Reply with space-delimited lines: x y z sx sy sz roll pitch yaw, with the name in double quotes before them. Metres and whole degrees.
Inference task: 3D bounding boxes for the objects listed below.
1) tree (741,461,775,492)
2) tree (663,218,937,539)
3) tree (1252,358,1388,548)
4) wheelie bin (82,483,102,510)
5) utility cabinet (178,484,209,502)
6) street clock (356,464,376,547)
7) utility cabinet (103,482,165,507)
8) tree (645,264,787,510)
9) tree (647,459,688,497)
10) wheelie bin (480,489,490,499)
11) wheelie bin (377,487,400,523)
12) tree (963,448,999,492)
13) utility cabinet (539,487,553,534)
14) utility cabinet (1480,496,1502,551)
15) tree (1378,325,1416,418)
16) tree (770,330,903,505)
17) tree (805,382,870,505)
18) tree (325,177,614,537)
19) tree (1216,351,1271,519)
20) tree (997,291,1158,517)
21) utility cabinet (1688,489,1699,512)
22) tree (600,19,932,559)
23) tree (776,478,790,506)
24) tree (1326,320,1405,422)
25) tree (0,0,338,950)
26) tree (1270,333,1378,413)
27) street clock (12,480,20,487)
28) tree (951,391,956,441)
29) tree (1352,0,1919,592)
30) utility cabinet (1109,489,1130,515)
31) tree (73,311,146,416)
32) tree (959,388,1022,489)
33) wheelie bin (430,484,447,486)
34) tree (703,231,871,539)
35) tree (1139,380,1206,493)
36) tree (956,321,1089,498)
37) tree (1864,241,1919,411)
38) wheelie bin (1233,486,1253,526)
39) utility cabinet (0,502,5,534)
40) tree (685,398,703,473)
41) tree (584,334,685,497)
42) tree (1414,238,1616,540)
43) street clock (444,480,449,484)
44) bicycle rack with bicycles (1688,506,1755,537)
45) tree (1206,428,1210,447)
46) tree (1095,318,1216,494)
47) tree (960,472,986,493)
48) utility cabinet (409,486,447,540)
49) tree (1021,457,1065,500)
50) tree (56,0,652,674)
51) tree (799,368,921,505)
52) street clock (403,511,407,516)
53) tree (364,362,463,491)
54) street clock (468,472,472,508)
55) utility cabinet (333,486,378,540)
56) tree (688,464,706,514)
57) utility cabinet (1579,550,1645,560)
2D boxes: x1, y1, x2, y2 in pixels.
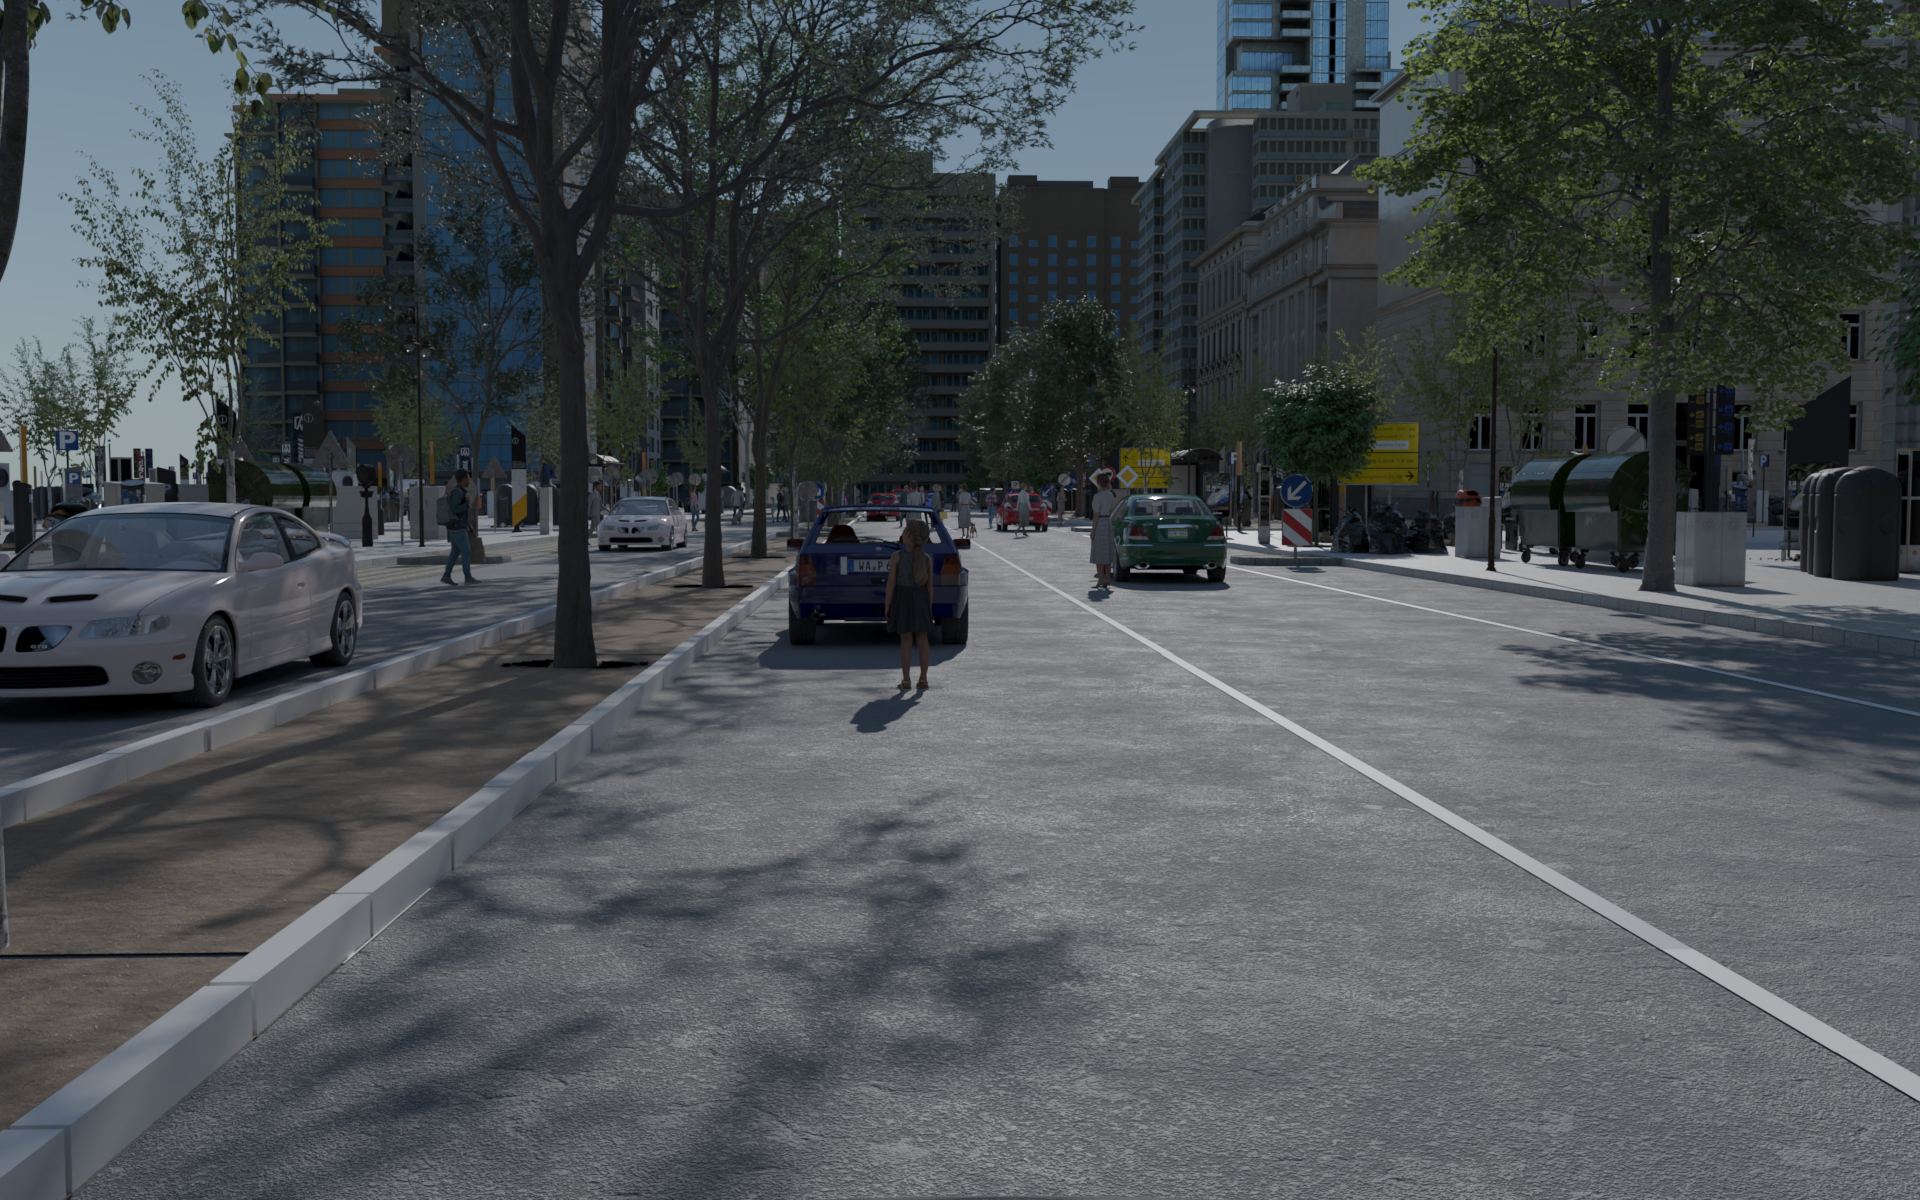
"tree" -18.245 -10.545 156.126 4.285 4.588 4.351 0 3 0
"tree" -5.066 -7.125 53.356 8.767 10.594 7.601 0 4 -2
"tree" 8.739 -3.566 42.022 4.285 4.588 4.351 0 3 0
"wheelie bin" -25.876 -2.644 51.131 0.980 1.594 0.693 -2 4 -26
"utility cabinet" -17.183 -1.818 38.411 0.318 1.500 1.173 3 5 43
"street clock" -14.414 -2.294 42.081 0.471 2.002 0.358 2 4 34
"utility cabinet" -14.869 -1.381 31.255 0.318 1.500 1.173 1 4 16
"tree" -18.509 -17.356 139.665 12.611 20.169 13.585 0 3 0
"tree" -16.002 -6.027 93.137 1.663 3.219 1.824 0 3 0
"wheelie bin" -31.184 -6.472 113.728 0.980 1.594 0.693 0 4 2
"wheelie bin" -25.892 -4.349 79.014 0.693 1.594 0.980 0 4 7
"tree" 2.656 -14.106 180.999 4.737 8.622 4.395 0 3 0
"utility cabinet" -13.198 -2.844 55.174 0.318 1.500 1.173 0 4 -8
"utility cabinet" 12.158 -1.742 39.643 0.306 1.237 1.020 0 4 8
"tree" 15.137 -6.247 52.506 4.737 8.622 4.395 0 3 0
"tree" -6.866 -10.813 97.378 7.486 12.596 7.792 0 3 0
"tree" -6.208 -8.483 91.508 4.360 8.622 3.978 0 3 0
"tree" -14.548 -7.149 51.299 8.767 10.594 7.601 -1 4 -11
"tree" 14.690 -8.441 88.376 4.737 8.622 4.395 0 3 0
"tree" 6.738 -11.092 98.355 9.611 12.733 9.660 0 3 0
"utility cabinet" 30.290 -3.852 71.656 0.318 1.500 1.173 1 4 13
"tree" -4.349 -6.714 37.981 9.928 11.665 9.643 0 3 0
"tree" -19.513 -12.090 192.273 1.663 3.219 1.824 0 3 0
"tree" 17.004 -7.573 74.174 4.360 8.622 3.978 0 3 0
"tree" -3.096 -3.216 5.402 4.360 8.622 3.978 0 3 0
"tree" 17.383 -7.901 79.539 4.737 8.622 4.395 0 3 0
"street clock" -48.386 -5.161 88.949 0.471 2.002 0.358 -3 5 -40
"tree" 4.098 -15.451 159.278 9.857 13.997 8.962 0 3 0
"tree" 9.195 -6.416 23.033 7.486 12.596 7.792 0 3 0
"utility cabinet" 7.296 -4.384 80.354 1.173 1.500 0.318 -1 4 -22
"tree" -34.701 -7.276 69.318 4.737 8.622 4.395 0 3 0
"tree" 3.775 -15.572 172.726 7.486 12.596 7.792 0 3 0
"wheelie bin" -16.230 -2.821 54.039 0.980 1.594 0.693 1 4 12
"tree" -4.461 -5.771 47.177 4.737 8.622 4.395 0 3 0
"tree" 13.106 -9.891 112.076 4.360 8.622 3.978 0 3 0
"tree" 5.302 -13.590 128.849 9.857 13.997 8.962 0 3 0
"tree" 10.284 -1.999 16.393 4.285 4.588 4.351 0 3 0
"wheelie bin" 11.258 -3.736 68.999 0.693 1.594 0.980 0 4 -6
"utility cabinet" -30.355 -2.808 54.594 0.318 1.500 1.173 -2 4 -24
"tree" -19.221 -10.969 129.703 4.737 8.622 4.395 0 3 0
"tree" -15.200 -7.859 78.861 4.737 8.622 4.395 0 3 0
"tree" 15.500 -5.948 47.618 4.737 8.622 4.395 0 3 0
"street clock" -26.859 -5.264 90.644 0.358 2.002 0.471 -1 4 -19
"bicycle rack with bicycles" 22.217 -2.322 51.352 2.852 0.926 2.925 3 4 37
"tree" 15.828 -10.575 123.268 4.360 8.622 3.978 0 3 0
"tree" 7.703 -7.436 71.941 4.737 8.622 4.395 0 3 0
"tree" 1.720 -14.225 216.289 4.285 4.588 4.351 0 3 0
"utility cabinet" -14.718 -2.399 47.895 1.173 1.500 0.318 2 4 32
"tree" 5.919 -8.462 122.073 4.285 4.588 4.351 0 3 0
"tree" -3.141 -6.173 13.748 12.009 13.543 11.850 0 3 0
"tree" -7.444 -12.162 118.312 9.611 12.733 9.660 0 3 0
"street clock" -32.475 -5.911 101.209 0.358 2.002 0.471 -3 5 -41
"tree" -31.293 -8.968 96.984 4.737 8.622 4.395 0 3 0
"street clock" -16.015 -3.171 56.414 0.358 2.002 0.471 2 4 35
"utility cabinet" -16.792 -2.411 48.101 1.173 1.500 0.318 -1 4 -19
"tree" -16.891 -7.149 111.486 1.663 3.219 1.824 0 3 0
"utility cabinet" 12.489 -1.499 33.187 1.173 1.500 0.318 0 4 6
